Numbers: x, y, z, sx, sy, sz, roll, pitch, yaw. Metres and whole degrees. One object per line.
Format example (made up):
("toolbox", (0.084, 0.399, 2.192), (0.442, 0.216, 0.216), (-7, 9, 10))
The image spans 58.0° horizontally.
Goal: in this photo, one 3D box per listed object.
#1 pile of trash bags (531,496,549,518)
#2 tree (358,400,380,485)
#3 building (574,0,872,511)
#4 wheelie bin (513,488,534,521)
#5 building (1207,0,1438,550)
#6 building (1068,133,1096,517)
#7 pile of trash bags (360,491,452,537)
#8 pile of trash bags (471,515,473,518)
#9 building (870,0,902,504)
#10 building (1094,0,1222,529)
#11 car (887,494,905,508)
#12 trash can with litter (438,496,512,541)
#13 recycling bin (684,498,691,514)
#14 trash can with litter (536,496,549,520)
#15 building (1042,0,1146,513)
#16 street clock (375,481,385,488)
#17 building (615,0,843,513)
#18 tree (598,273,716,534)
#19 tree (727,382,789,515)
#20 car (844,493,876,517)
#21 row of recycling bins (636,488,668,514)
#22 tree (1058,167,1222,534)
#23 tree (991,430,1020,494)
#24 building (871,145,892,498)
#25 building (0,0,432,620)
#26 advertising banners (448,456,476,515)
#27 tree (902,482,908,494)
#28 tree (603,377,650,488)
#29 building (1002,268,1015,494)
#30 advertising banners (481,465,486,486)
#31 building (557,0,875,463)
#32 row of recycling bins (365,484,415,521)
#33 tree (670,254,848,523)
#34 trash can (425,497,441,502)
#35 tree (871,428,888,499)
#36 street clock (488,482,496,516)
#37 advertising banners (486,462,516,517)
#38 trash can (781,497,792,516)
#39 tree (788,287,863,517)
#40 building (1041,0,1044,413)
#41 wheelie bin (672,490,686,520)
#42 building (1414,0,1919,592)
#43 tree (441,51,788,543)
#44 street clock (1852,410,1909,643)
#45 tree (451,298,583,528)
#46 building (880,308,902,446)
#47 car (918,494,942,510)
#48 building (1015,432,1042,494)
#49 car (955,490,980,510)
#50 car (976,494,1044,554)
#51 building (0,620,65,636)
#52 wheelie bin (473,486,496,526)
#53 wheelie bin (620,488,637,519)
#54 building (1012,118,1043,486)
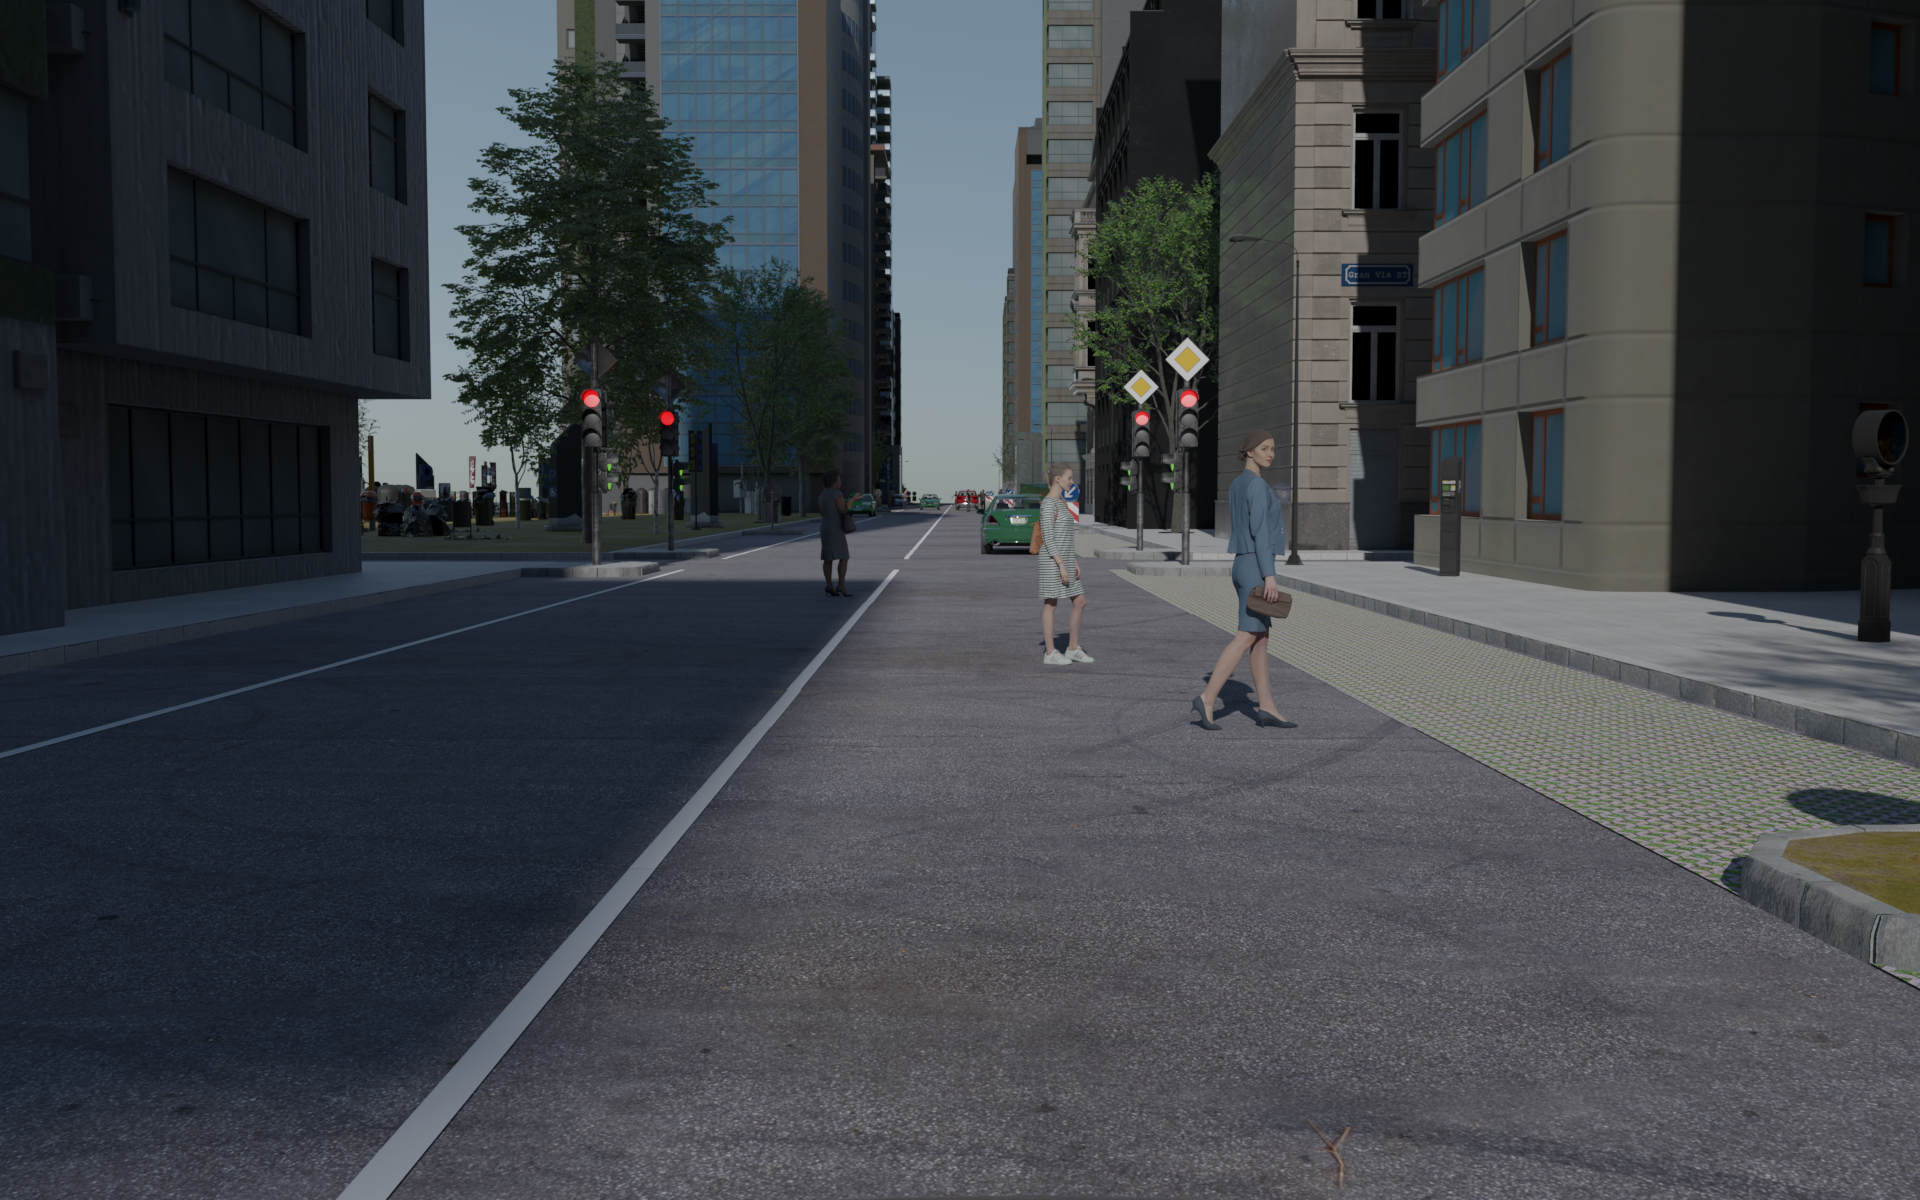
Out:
("pile of trash bags", (-23.385, -5.559, 100.638), (1.912, 1.369, 3.447), (-3, 4, -38))
("tree", (-35.582, -9.184, 100.525), (4.360, 8.622, 3.978), (0, 3, 0))
("building", (-18.602, -36.772, 143.219), (21.231, 58.520, 28.212), (0, 3, 0))
("wheelie bin", (-21.140, -4.651, 83.956), (0.980, 1.594, 0.693), (-1, 4, -13))
("building", (19.599, -15.104, 44.209), (25.104, 27.353, 12.463), (0, 3, 0))
("building", (13.348, -16.947, 96.166), (14.460, 24.649, 34.723), (0, 3, 0))
("pile of trash bags", (-17.252, -2.659, 53.223), (3.447, 1.369, 1.912), (2, 4, 32))
("pile of trash bags", (-27.373, -5.015, 91.749), (3.447, 1.369, 1.912), (3, 5, 42))
("building", (-19.087, -56.776, 240.958), (22.319, 86.520, 31.000), (0, 3, 0))
("building", (12.260, -14.715, 70.261), (12.332, 23.373, 15.834), (0, 3, 0))
("car", (-6.301, -9.880, 173.542), (2.014, 1.417, 4.499), (0, 3, 0))
("trash can with litter", (-13.650, -2.316, 48.924), (2.233, 1.210, 1.678), (-3, 4, -36))
("recycling bin", (-17.670, -6.021, 110.990), (0.722, 1.027, 0.722), (-1, 4, -17))
("trash can with litter", (-20.677, -4.600, 86.593), (1.055, 1.170, 0.624), (1, 4, 21))
("building", (12.880, -26.927, 123.857), (14.154, 41.232, 14.086), (0, 3, 0))
("street clock", (-32.794, -5.680, 97.434), (0.471, 2.002, 0.358), (-1, 4, -12))
("building", (-15.765, -28.889, 122.453), (14.600, 45.320, 14.200), (0, 3, 0))
("tree", (-9.854, -6.451, 55.842), (4.360, 8.622, 3.978), (0, 3, 0))
("tree", (-12.473, -9.552, 106.533), (4.360, 8.622, 3.978), (0, 3, 0))
("car", (-6.244, -6.104, 108.599), (1.959, 1.807, 4.718), (0, 4, 1))
("row of recycling bins", (-20.291, -6.466, 112.830), (3.534, 1.692, 1.069), (1, 4, 12))
("tree", (7.065, -7.975, 56.148), (9.928, 11.665, 9.643), (0, 3, 0))
("tree", (5.994, -15.148, 198.029), (4.360, 8.622, 3.978), (0, 3, 0))
("building", (-19.807, -34.112, 212.355), (22.147, 44.769, 28.867), (0, 3, 0))
("building", (-15.828, -15.459, 24.459), (14.107, 30.474, 14.160), (0, 3, 0))
("advertising banners", (-22.998, -5.130, 80.062), (2.074, 3.025, 0.090), (3, 4, 38))
("tree", (-9.019, -17.086, 273.957), (1.663, 3.219, 1.824), (0, 3, 0))
("tree", (-18.808, -8.957, 96.811), (4.737, 8.622, 4.395), (0, 3, 0))
("building", (12.917, -27.525, 221.736), (14.160, 30.474, 14.107), (0, 3, 0))
("advertising banners", (-29.066, -6.583, 103.813), (0.090, 3.025, 2.074), (2, 4, 32))
("building", (-23.307, -35.618, 171.588), (28.713, 52.752, 27.495), (0, 3, 0))
("row of recycling bins", (-28.232, -4.725, 84.364), (1.069, 1.692, 3.534), (2, 4, 34))
("tree", (-8.666, -9.227, 76.612), (9.928, 11.665, 9.643), (0, 3, 0))
("trash can", (-23.845, -4.080, 78.369), (0.748, 1.137, 0.748), (0, 3, 0))
("tree", (-9.628, -14.678, 190.349), (4.737, 8.622, 4.395), (0, 3, 0))
("street clock", (-27.397, -5.934, 101.594), (0.471, 2.002, 0.358), (-1, 4, -11))
("advertising banners", (-25.159, -6.065, 95.349), (0.090, 3.025, 2.074), (2, 4, 28))
("trash can", (-10.103, -5.444, 100.654), (0.748, 1.137, 0.748), (0, 3, 0))
("tree", (-8.923, -10.829, 95.186), (7.486, 12.596, 7.792), (0, 3, 0))
("building", (20.823, -33.953, 144.370), (28.713, 52.752, 27.495), (0, 3, 0))
("wheelie bin", (-13.967, -4.746, 85.497), (0.693, 1.594, 0.980), (-3, 4, -37))
("building", (22.101, -10.489, 16.534), (27.650, 21.520, 28.899), (0, 3, 0))
("tree", (-9.283, -7.760, 45.006), (7.486, 12.596, 7.792), (0, 3, 0))
("street clock", (7.944, -0.638, 14.994), (0.471, 2.002, 0.358), (-2, 4, -30))
("tree", (-16.617, -6.979, 64.474), (4.360, 8.622, 3.978), (0, 3, 0))
("building", (-16.219, -30.182, 265.179), (14.160, 30.474, 14.107), (0, 3, 0))
("car", (-2.711, -8.837, 156.280), (2.131, 1.459, 4.920), (0, 4, -1))
("building", (17.220, -52.632, 173.206), (22.319, 86.520, 31.000), (0, 3, 0))
("car", (0.654, -8.811, 152.725), (2.281, 1.827, 5.304), (0, 4, 0))
("car", (1.447, -1.881, 42.558), (2.131, 1.459, 4.920), (0, 4, 2))
("building", (-15.689, -14.513, 8.994), (14.160, 30.474, 14.107), (0, 3, 0))
("wheelie bin", (-19.227, -3.799, 70.028), (0.980, 1.594, 0.693), (0, 4, 7))
("wheelie bin", (-16.770, -4.887, 87.804), (0.693, 1.594, 0.980), (2, 4, 25))
("building", (13.613, -34.052, 206.868), (14.600, 45.320, 14.200), (0, 3, 0))
